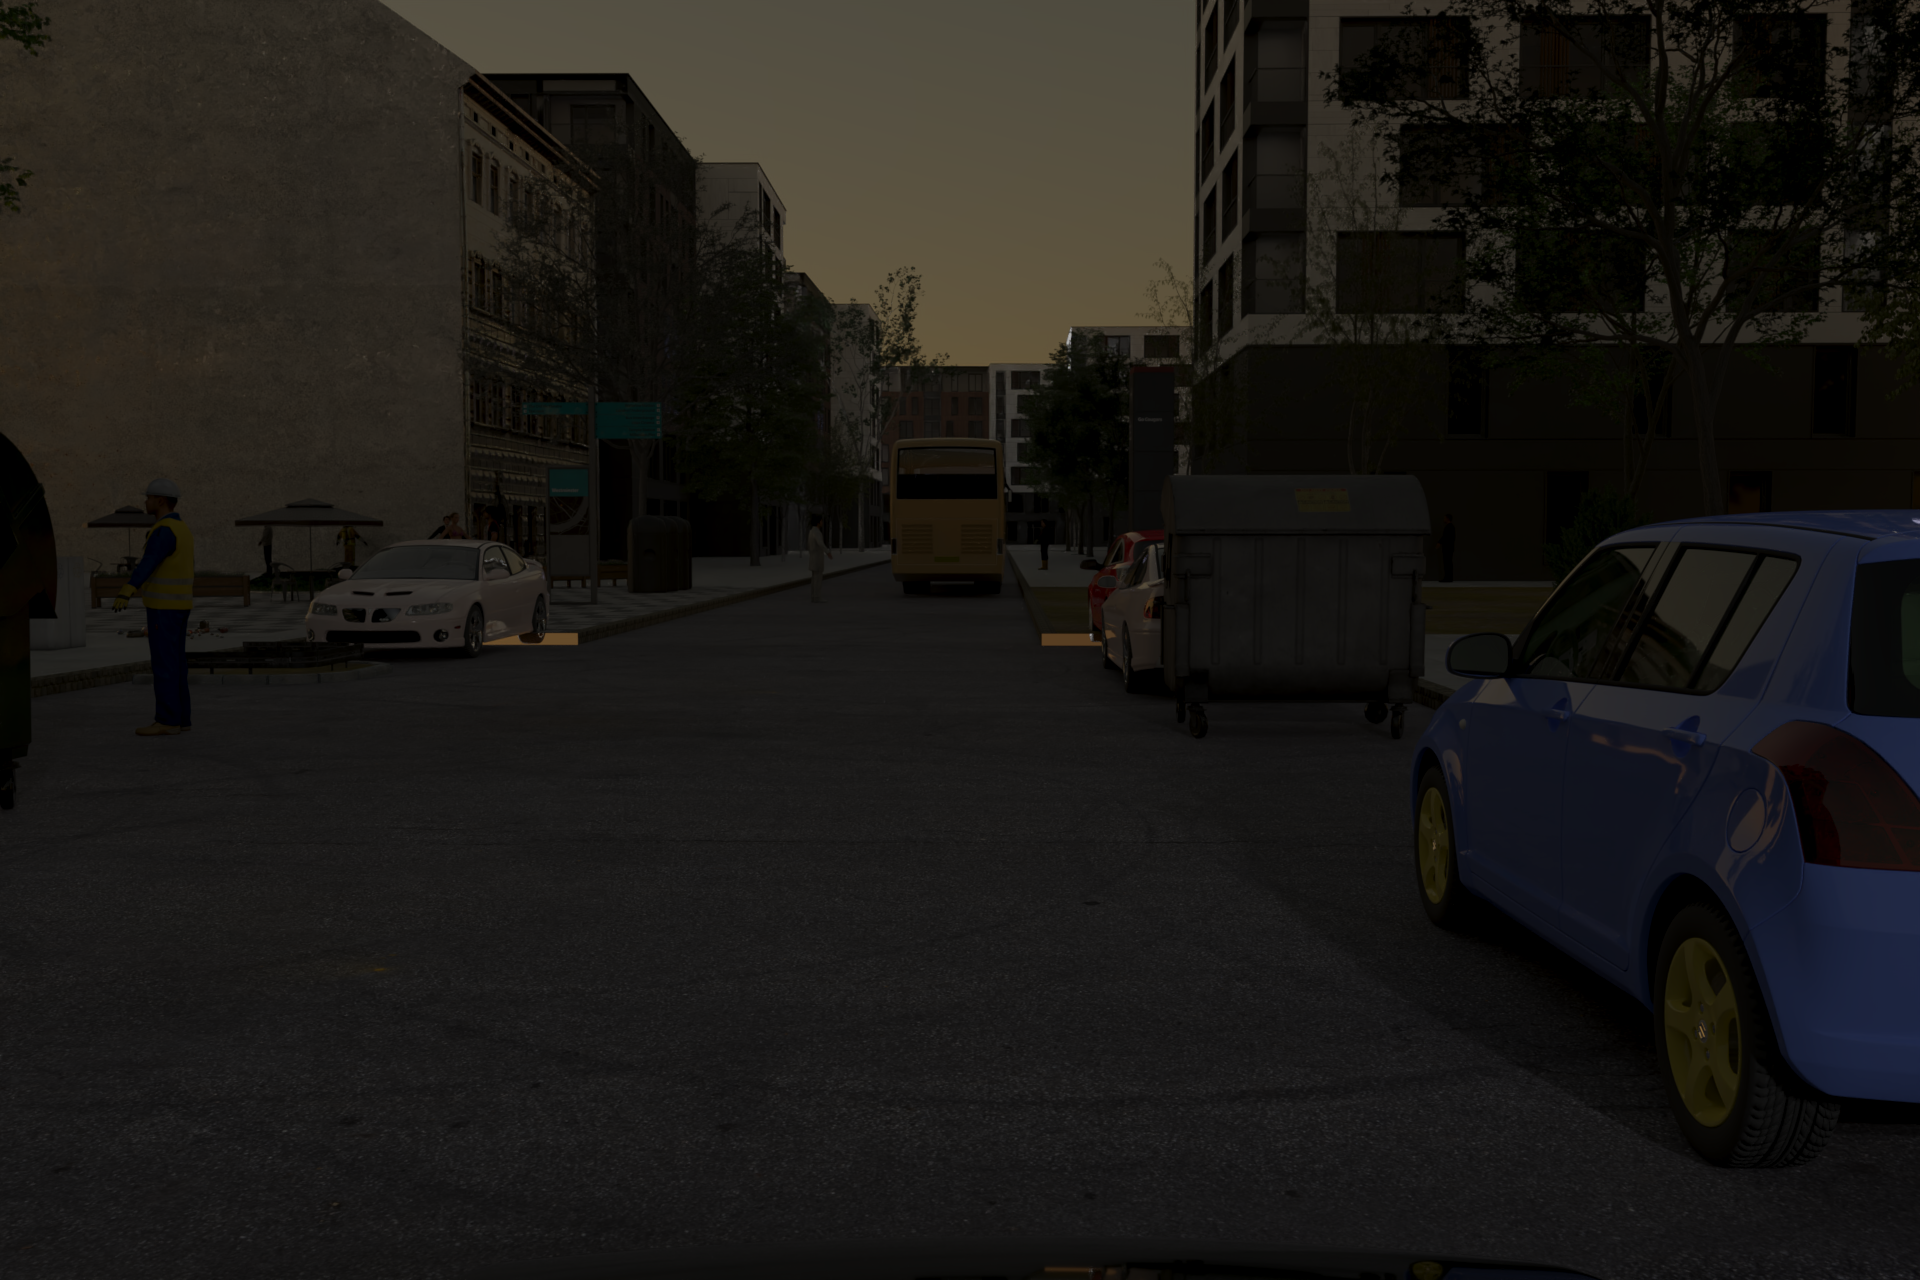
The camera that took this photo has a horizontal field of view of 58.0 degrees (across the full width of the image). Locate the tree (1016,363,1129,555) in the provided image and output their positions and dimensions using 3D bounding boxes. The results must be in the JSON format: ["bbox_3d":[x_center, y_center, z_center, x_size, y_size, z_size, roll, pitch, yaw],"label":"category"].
[{"bbox_3d":[7.372,-11.046,106.356,9.928,11.665,9.643,0,3,0],"label":"tree"}]

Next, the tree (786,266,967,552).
[{"bbox_3d":[-5.546,-16.239,121.394,12.611,20.169,13.585,0,3,0],"label":"tree"}]

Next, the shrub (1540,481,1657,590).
[{"bbox_3d":[9.534,-1.320,25.630,1.661,2.075,1.752,0,3,0],"label":"shrub"}]

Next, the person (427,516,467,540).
[{"bbox_3d":[-14.720,-2.664,49.742,1.347,1.806,0.705,-1,4,-23],"label":"person"}]

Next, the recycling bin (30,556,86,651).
[{"bbox_3d":[-10.329,-0.419,19.398,0.722,1.027,0.722,0,4,2],"label":"recycling bin"}]

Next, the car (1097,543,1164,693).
[{"bbox_3d":[2.425,-0.283,16.984,2.083,1.381,4.827,0,4,1],"label":"car"}]

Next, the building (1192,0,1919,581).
[{"bbox_3d":[22.134,-13.364,62.484,27.936,21.610,32.646,0,4,2],"label":"building"}]

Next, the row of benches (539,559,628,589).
[{"bbox_3d":[-8.667,-1.632,42.148,1.422,0.672,4.104,3,4,38],"label":"row of benches"}]

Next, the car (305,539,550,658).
[{"bbox_3d":[-6.467,-0.558,21.493,2.083,1.381,4.827,0,4,2],"label":"car"}]

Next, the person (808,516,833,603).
[{"bbox_3d":[-2.971,-1.691,36.294,0.705,1.806,1.347,-1,4,-22],"label":"person"}]

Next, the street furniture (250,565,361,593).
[{"bbox_3d":[-13.958,-1.639,42.420,5.734,0.657,10.072,0,4,-4],"label":"street furniture"}]

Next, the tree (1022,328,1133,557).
[{"bbox_3d":[6.846,-10.877,95.966,7.486,12.596,7.792,0,3,0],"label":"tree"}]

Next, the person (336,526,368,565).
[{"bbox_3d":[-19.834,-3.092,56.325,1.354,1.858,0.705,2,4,27],"label":"person"}]

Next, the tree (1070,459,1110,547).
[{"bbox_3d":[7.546,-9.945,112.966,4.360,8.622,3.978,0,3,0],"label":"tree"}]

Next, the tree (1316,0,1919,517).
[{"bbox_3d":[8.660,-5.224,19.828,8.767,10.594,7.601,0,4,-5],"label":"tree"}]

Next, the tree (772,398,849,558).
[{"bbox_3d":[-8.723,-8.679,92.257,4.360,8.622,3.978,0,3,0],"label":"tree"}]

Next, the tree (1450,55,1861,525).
[{"bbox_3d":[14.764,-6.833,37.482,9.928,11.665,9.643,0,3,0],"label":"tree"}]

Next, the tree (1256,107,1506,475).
[{"bbox_3d":[6.821,-4.888,30.288,4.360,8.622,3.978,0,3,0],"label":"tree"}]

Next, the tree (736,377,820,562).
[{"bbox_3d":[-8.290,-7.939,80.164,4.737,8.622,4.395,0,3,0],"label":"tree"}]

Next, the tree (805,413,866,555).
[{"bbox_3d":[-7.965,-9.442,104.746,4.360,8.622,3.978,0,3,0],"label":"tree"}]

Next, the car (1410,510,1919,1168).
[{"bbox_3d":[2.535,0.268,5.204,1.945,1.707,3.694,0,4,1],"label":"car"}]

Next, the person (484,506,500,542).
[{"bbox_3d":[-8.927,-1.635,32.883,0.704,1.843,1.345,-1,4,-20],"label":"person"}]

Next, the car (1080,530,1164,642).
[{"bbox_3d":[2.618,-0.782,21.828,2.155,1.783,4.494,0,3,0],"label":"car"}]

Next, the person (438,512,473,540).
[{"bbox_3d":[-10.385,-1.777,35.853,0.721,1.733,1.217,2,4,32],"label":"person"}]

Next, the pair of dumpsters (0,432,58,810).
[{"bbox_3d":[-6.967,-0.214,8.453,4.436,2.255,1.574,0,4,1],"label":"pair of dumpsters"}]

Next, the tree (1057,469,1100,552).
[{"bbox_3d":[7.847,-10.418,120.698,4.360,8.622,3.978,0,3,0],"label":"tree"}]

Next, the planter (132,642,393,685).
[{"bbox_3d":[-6.880,0.225,17.465,1.991,0.319,1.994,0,4,2],"label":"planter"}]

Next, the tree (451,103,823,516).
[{"bbox_3d":[-9.129,-8.511,49.520,12.009,13.543,11.850,0,3,0],"label":"tree"}]

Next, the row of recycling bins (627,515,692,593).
[{"bbox_3d":[-6.732,-1.963,39.213,1.069,1.692,3.534,0,4,3],"label":"row of recycling bins"}]

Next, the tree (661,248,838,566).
[{"bbox_3d":[-8.463,-9.228,69.000,7.486,12.596,7.792,0,3,0],"label":"tree"}]

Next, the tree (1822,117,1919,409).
[{"bbox_3d":[16.740,-4.829,29.315,4.737,8.622,4.395,0,3,0],"label":"tree"}]

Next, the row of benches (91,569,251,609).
[{"bbox_3d":[-14.587,-0.898,30.144,4.104,0.672,1.422,-1,4,-18],"label":"row of benches"}]

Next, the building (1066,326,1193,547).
[{"bbox_3d":[25.306,-20.949,186.493,27.936,21.610,32.646,0,4,2],"label":"building"}]

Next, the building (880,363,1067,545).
[{"bbox_3d":[0.967,-22.823,219.593,32.646,21.610,27.936,0,4,-2],"label":"building"}]

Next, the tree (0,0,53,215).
[{"bbox_3d":[-13.022,-5.556,16.596,9.928,11.665,9.643,0,3,0],"label":"tree"}]

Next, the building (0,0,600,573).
[{"bbox_3d":[-25.212,-14.369,65.864,19.493,23.208,18.063,0,4,2],"label":"building"}]

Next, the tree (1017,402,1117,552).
[{"bbox_3d":[8.060,-12.329,127.331,9.928,11.665,9.643,0,3,0],"label":"tree"}]

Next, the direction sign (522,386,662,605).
[{"bbox_3d":[-6.627,-2.638,31.900,2.525,3.948,1.411,0,4,2],"label":"direction sign"}]

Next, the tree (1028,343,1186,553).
[{"bbox_3d":[7.332,-9.239,85.465,8.767,10.594,7.601,1,4,12],"label":"tree"}]

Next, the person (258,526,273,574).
[{"bbox_3d":[-21.783,-2.953,54.406,0.705,1.813,1.348,-1,4,-10],"label":"person"}]

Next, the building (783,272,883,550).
[{"bbox_3d":[-22.051,-18.842,152.049,27.936,21.610,32.646,0,4,2],"label":"building"}]

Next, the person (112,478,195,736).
[{"bbox_3d":[-5.734,-0.246,12.450,0.705,1.833,1.349,0,4,-7],"label":"person"}]

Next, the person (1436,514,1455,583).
[{"bbox_3d":[12.908,-2.426,45.895,0.704,1.802,1.346,2,4,31],"label":"person"}]

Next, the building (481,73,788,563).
[{"bbox_3d":[-25.038,-15.264,93.538,27.936,21.610,32.646,0,4,1],"label":"building"}]

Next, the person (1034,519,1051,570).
[{"bbox_3d":[2.992,-3.417,62.002,0.704,1.812,1.346,2,4,24],"label":"person"}]

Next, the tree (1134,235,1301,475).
[{"bbox_3d":[5.811,-5.701,43.577,4.360,8.622,3.978,0,3,0],"label":"tree"}]

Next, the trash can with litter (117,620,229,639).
[{"bbox_3d":[-9.921,-0.681,22.189,1.678,1.210,2.233,0,4,1],"label":"trash can with litter"}]

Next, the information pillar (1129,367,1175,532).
[{"bbox_3d":[2.990,-2.309,27.124,0.750,3.857,0.750,0,4,0],"label":"information pillar"}]

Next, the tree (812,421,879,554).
[{"bbox_3d":[-7.357,-9.779,110.250,4.737,8.622,4.395,0,3,0],"label":"tree"}]

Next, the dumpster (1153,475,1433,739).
[{"bbox_3d":[2.376,-0.267,12.578,1.865,1.857,1.264,0,4,1],"label":"dumpster"}]

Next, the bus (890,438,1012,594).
[{"bbox_3d":[-0.105,-3.235,44.435,2.896,3.916,12.252,0,4,2],"label":"bus"}]
